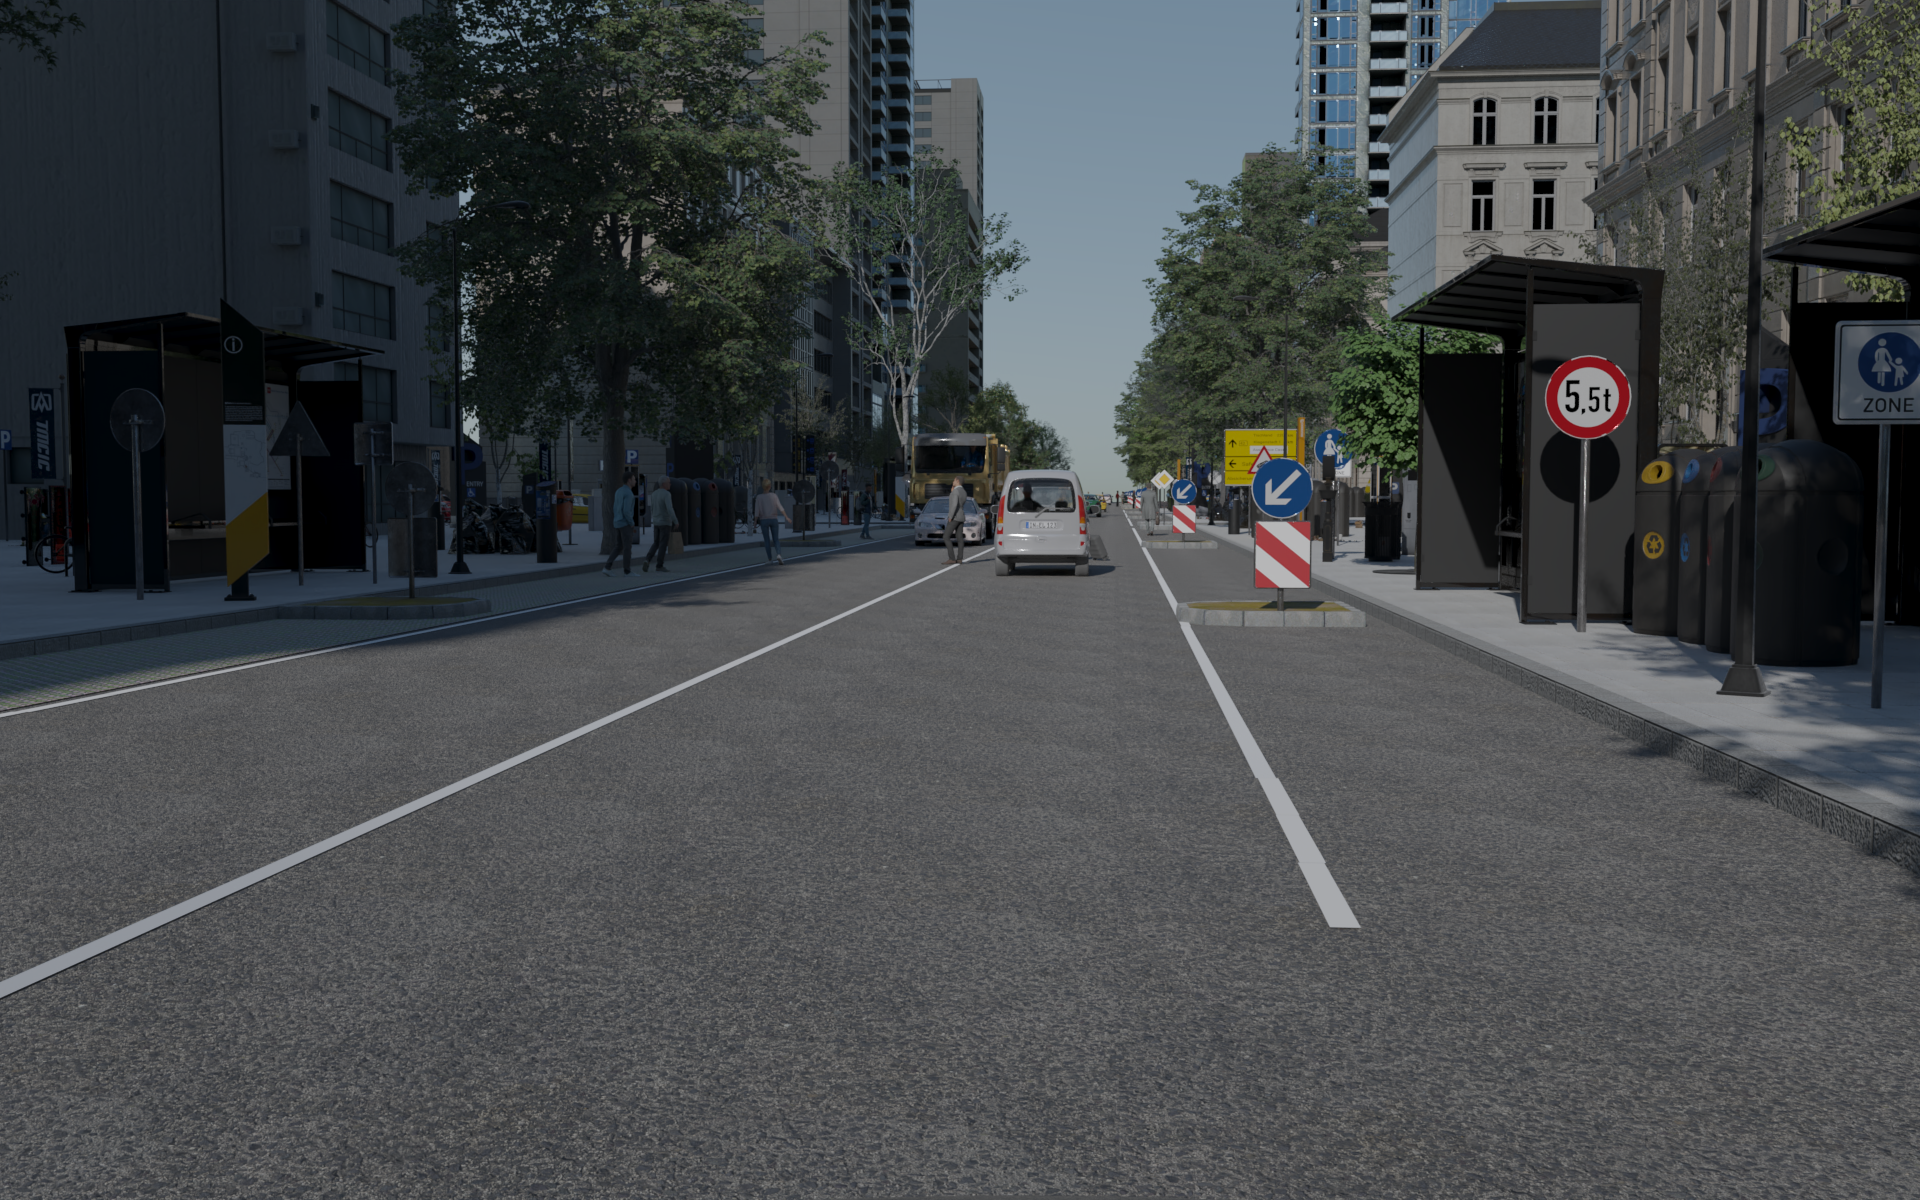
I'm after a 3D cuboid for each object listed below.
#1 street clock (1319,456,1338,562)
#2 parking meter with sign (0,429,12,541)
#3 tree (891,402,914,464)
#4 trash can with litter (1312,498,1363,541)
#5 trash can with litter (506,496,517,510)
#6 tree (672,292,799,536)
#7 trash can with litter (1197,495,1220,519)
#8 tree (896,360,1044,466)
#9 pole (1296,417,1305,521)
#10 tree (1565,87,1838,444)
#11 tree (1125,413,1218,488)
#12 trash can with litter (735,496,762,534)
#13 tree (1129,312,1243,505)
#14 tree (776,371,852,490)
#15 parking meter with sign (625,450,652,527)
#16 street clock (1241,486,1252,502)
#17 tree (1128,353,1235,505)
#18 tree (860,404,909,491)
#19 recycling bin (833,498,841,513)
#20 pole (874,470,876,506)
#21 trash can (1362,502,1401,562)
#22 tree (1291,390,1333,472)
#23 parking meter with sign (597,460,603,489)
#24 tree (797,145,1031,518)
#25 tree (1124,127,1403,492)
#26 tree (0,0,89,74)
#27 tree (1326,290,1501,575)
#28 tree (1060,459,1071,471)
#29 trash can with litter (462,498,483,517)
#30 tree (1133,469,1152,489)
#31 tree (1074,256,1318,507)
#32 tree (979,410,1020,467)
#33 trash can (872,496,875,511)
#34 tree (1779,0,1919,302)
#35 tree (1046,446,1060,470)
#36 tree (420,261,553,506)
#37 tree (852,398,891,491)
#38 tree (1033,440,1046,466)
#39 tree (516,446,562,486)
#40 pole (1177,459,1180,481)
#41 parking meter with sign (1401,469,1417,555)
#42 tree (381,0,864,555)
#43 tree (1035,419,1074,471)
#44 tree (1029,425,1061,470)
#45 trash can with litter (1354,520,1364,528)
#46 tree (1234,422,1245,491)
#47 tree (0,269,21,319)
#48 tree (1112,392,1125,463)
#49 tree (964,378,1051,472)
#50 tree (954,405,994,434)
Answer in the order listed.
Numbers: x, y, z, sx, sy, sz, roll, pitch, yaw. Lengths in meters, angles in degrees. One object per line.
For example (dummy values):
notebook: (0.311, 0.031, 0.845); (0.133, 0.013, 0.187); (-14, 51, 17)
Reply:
street clock: (6.946, -1.720, 32.689); (0.358, 2.002, 0.471); (1, 4, 13)
parking meter with sign: (-26.662, -3.100, 46.948); (1.738, 3.016, 0.543); (0, 4, 5)
tree: (-5.223, -11.065, 131.280); (4.360, 8.622, 3.978); (0, 3, 0)
trash can with litter: (10.089, -2.248, 47.818); (1.678, 1.210, 2.233); (0, 4, -3)
trash can with litter: (-22.260, -4.495, 84.544); (2.233, 1.210, 1.678); (0, 4, -8)
tree: (-6.557, -6.259, 52.699); (4.737, 8.622, 4.395); (0, 3, 0)
trash can with litter: (12.744, -4.715, 88.140); (2.233, 1.210, 1.678); (2, 4, 35)
tree: (0.012, -11.376, 120.412); (8.767, 10.594, 7.601); (-3, 5, -40)
pole: (9.080, -3.201, 46.177); (0.158, 3.312, 0.155); (0, 3, 0)
tree: (13.410, -4.942, 31.162); (4.360, 8.622, 3.978); (0, 3, 0)
tree: (19.791, -14.060, 164.288); (8.767, 10.594, 7.601); (3, 5, 39)
trash can with litter: (-7.172, -2.737, 55.805); (2.233, 1.210, 1.678); (-2, 4, -34)
tree: (14.233, -11.538, 106.769); (7.486, 12.596, 7.792); (0, 3, 0)
tree: (-8.896, -9.418, 104.340); (4.360, 8.622, 3.978); (0, 3, 0)
parking meter with sign: (-12.471, -4.349, 67.367); (0.543, 3.016, 1.738); (-2, 4, -31)
street clock: (15.682, -5.555, 95.390); (0.358, 2.002, 0.471); (3, 5, 39)
tree: (14.933, -11.592, 115.287); (9.928, 11.665, 9.643); (0, 3, 0)
tree: (-6.274, -11.688, 141.469); (4.737, 8.622, 4.395); (0, 3, 0)
recycling bin: (-7.978, -6.254, 114.813); (0.722, 1.027, 0.722); (-1, 4, -18)
pole: (-7.090, -9.227, 144.704); (0.158, 3.312, 0.155); (0, 3, 0)
trash can: (8.000, -1.300, 32.910); (0.748, 1.137, 0.748); (0, 3, 0)
tree: (22.739, -9.989, 113.679); (4.360, 8.622, 3.978); (0, 3, 0)
parking meter with sign: (-17.695, -5.641, 88.486); (1.738, 3.016, 0.543); (3, 5, 41)
tree: (-1.651, -14.454, 92.216); (12.611, 20.169, 13.585); (0, 3, 0)
tree: (10.836, -9.495, 61.902); (9.857, 13.997, 8.962); (0, 3, 0)
tree: (-10.400, -4.756, 12.181); (8.767, 10.594, 7.601); (1, 4, 8)
tree: (7.401, -2.705, 27.942); (4.285, 4.588, 4.351); (0, 3, 0)
tree: (16.323, -23.071, 311.628); (8.767, 10.594, 7.601); (1, 4, 22)
trash can with litter: (-13.481, -2.292, 48.861); (1.055, 1.170, 0.624); (-2, 4, -35)
tree: (27.841, -18.700, 256.101); (4.737, 8.622, 4.395); (0, 3, 0)
tree: (13.136, -10.710, 85.472); (12.009, 13.543, 11.850); (0, 3, 0)
tree: (2.841, -12.025, 146.976); (4.360, 8.622, 3.978); (0, 3, 0)
trash can: (-6.658, -7.164, 128.784); (0.748, 1.137, 0.748); (0, 3, 0)
tree: (12.497, -4.402, 22.334); (4.737, 8.622, 4.395); (0, 3, 0)
tree: (5.807, -15.785, 192.495); (7.601, 10.594, 8.767); (-1, 4, -16)
tree: (-13.919, -6.209, 51.873); (4.737, 8.622, 4.395); (0, 3, 0)
tree: (-7.558, -10.700, 125.303); (4.360, 8.622, 3.978); (0, 3, 0)
tree: (7.718, -15.922, 210.681); (4.360, 8.622, 3.978); (0, 3, 0)
tree: (-17.183, -4.615, 70.057); (1.663, 3.219, 1.824); (0, 3, 0)
pole: (12.891, -6.623, 102.135); (0.158, 3.312, 0.155); (0, 3, 0)
parking meter with sign: (9.669, -2.453, 36.364); (1.738, 3.016, 0.543); (2, 4, 31)
tree: (-7.208, -7.936, 36.416); (9.857, 13.997, 8.962); (0, 3, 0)
tree: (13.730, -22.745, 282.249); (12.009, 13.543, 11.850); (0, 3, 0)
tree: (10.908, -19.932, 251.636); (9.928, 11.665, 9.643); (0, 3, 0)
trash can with litter: (15.284, -3.281, 65.031); (1.055, 1.170, 0.624); (1, 4, 15)
tree: (23.776, -12.112, 148.392); (4.737, 8.622, 4.395); (0, 3, 0)
tree: (-22.098, -5.221, 35.729); (4.360, 8.622, 3.978); (0, 3, 0)
tree: (21.022, -17.088, 186.043); (9.857, 13.997, 8.962); (0, 3, 0)
tree: (3.892, -15.561, 171.434); (9.611, 12.733, 9.660); (0, 3, 0)
tree: (0.994, -11.449, 137.548); (4.737, 8.622, 4.395); (0, 3, 0)
